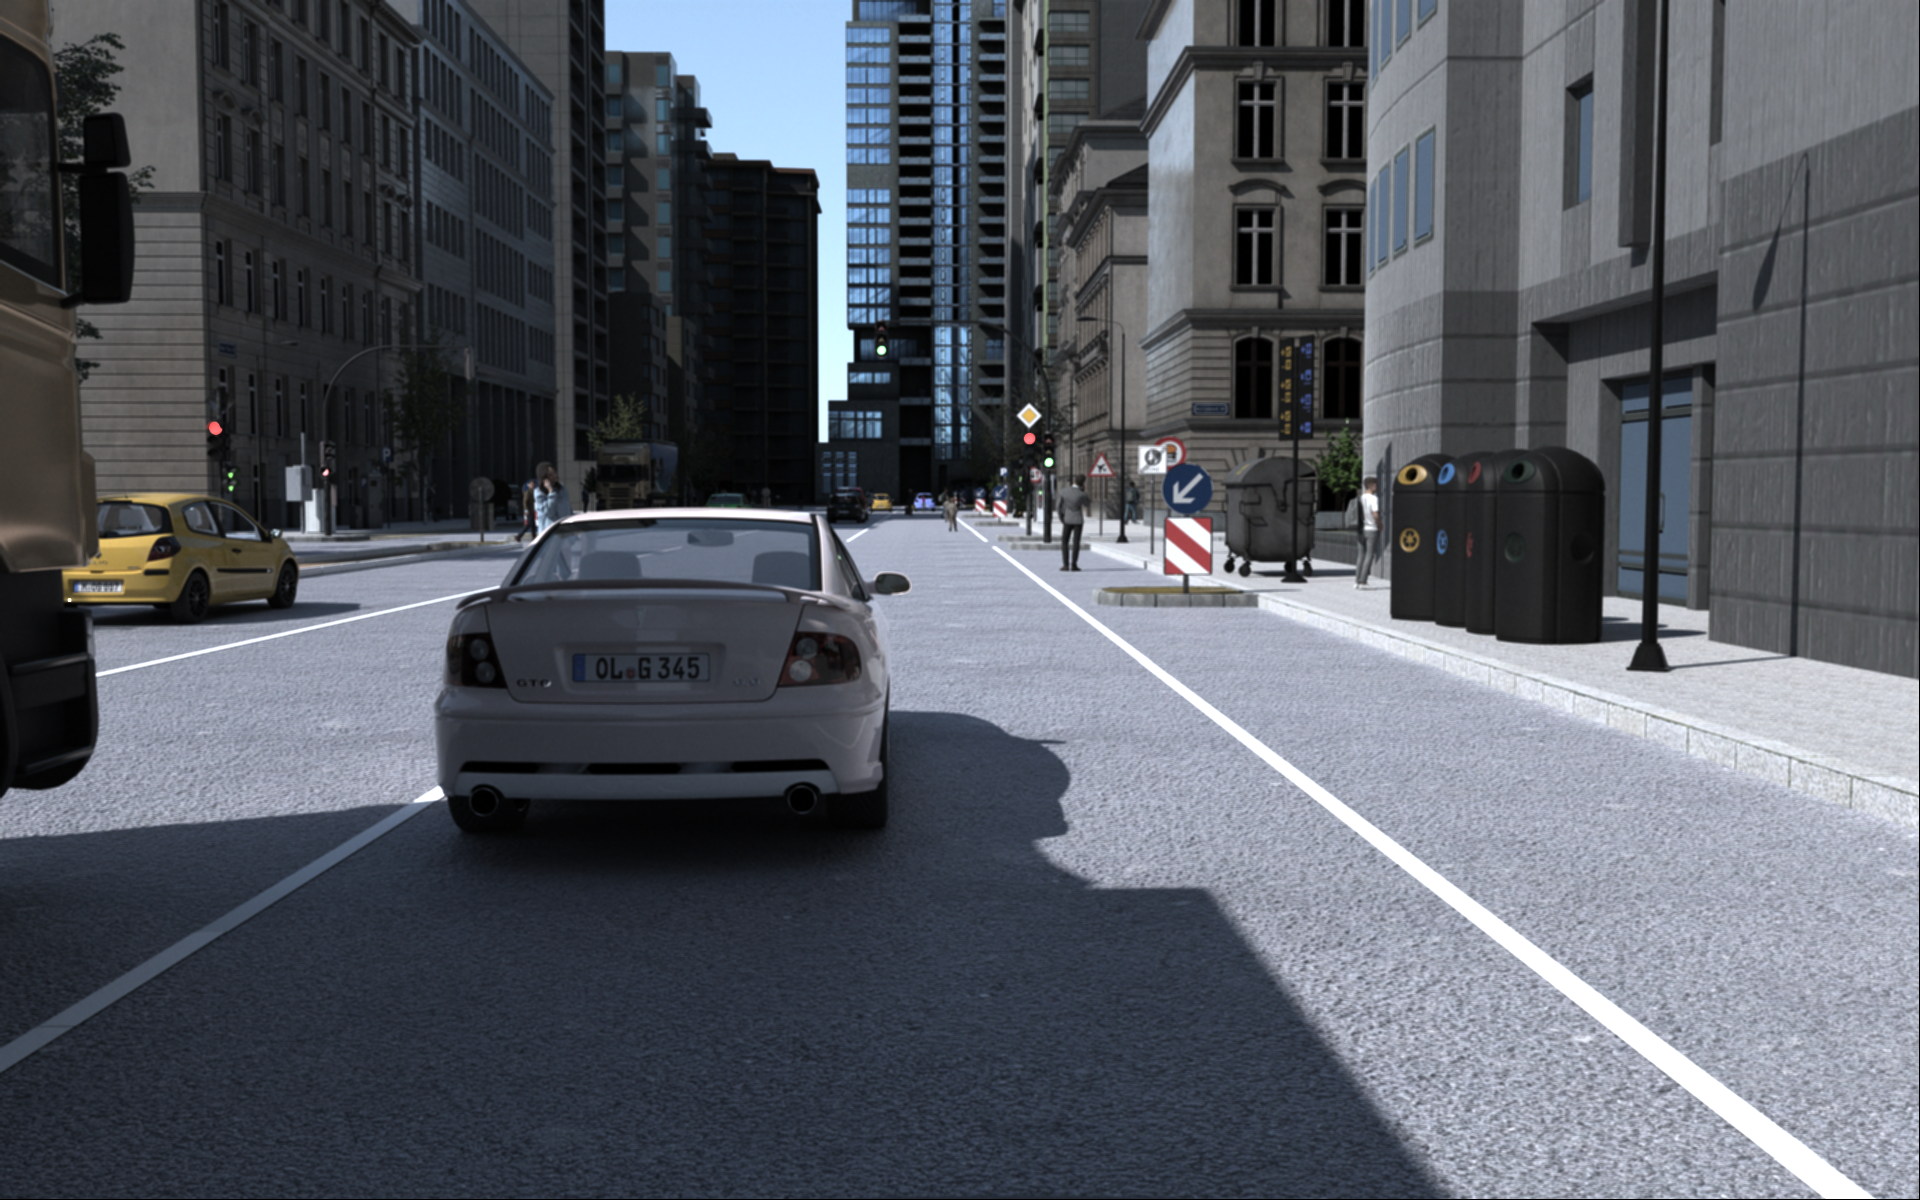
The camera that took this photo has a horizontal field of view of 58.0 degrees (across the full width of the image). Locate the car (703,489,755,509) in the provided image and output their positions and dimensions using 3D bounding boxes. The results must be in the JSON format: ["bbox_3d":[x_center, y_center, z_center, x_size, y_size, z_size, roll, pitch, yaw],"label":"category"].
[{"bbox_3d":[-9.368,-3.764,70.332,1.959,1.807,4.718,0,4,-1],"label":"car"}]

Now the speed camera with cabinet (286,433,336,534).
[{"bbox_3d":[-21.254,-3.815,56.706,0.660,3.252,2.038,1,4,11],"label":"speed camera with cabinet"}]

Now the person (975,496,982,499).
[{"bbox_3d":[2.172,-10.966,186.017,1.217,1.739,0.721,1,4,23],"label":"person"}]

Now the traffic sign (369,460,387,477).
[{"bbox_3d":[-22.119,-4.049,65.931,0.795,2.593,0.064,0,4,7],"label":"traffic sign"}]

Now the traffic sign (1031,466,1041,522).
[{"bbox_3d":[3.408,-4.811,78.769,0.768,2.556,0.104,0,3,0],"label":"traffic sign"}]

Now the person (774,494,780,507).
[{"bbox_3d":[-19.998,-10.885,189.661,0.628,1.438,0.799,3,5,40],"label":"person"}]

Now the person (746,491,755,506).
[{"bbox_3d":[-19.651,-9.335,161.642,1.217,1.766,0.721,1,4,21],"label":"person"}]

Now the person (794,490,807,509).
[{"bbox_3d":[-15.052,-9.471,163.367,1.348,1.822,0.705,-1,4,-13],"label":"person"}]

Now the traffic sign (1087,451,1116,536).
[{"bbox_3d":[4.312,-3.237,52.931,0.884,2.594,0.081,0,4,0],"label":"traffic sign"}]

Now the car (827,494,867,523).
[{"bbox_3d":[-5.630,-4.661,85.993,2.009,1.686,4.222,0,4,1],"label":"car"}]

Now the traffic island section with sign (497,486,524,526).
[{"bbox_3d":[-19.566,-4.225,77.707,1.989,1.847,2.006,0,4,-1],"label":"traffic island section with sign"}]

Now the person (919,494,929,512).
[{"bbox_3d":[-2.906,-7.821,139.597,0.991,1.433,0.599,2,4,34],"label":"person"}]

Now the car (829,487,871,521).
[{"bbox_3d":[-6.053,-5.284,95.068,2.281,1.827,5.304,0,4,-2],"label":"car"}]

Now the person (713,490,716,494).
[{"bbox_3d":[-24.943,-10.289,174.988,0.721,1.735,1.217,1,4,19],"label":"person"}]

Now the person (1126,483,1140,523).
[{"bbox_3d":[7.698,-4.367,77.618,0.721,1.800,0.419,0,4,-4],"label":"person"}]

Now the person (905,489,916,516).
[{"bbox_3d":[-3.299,-6.528,115.452,0.699,1.804,1.509,0,4,-3],"label":"person"}]

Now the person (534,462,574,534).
[{"bbox_3d":[-4.642,-0.675,19.795,0.793,1.790,0.793,-1,4,-9],"label":"person"}]

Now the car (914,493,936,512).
[{"bbox_3d":[-2.899,-8.097,141.983,1.945,1.707,3.694,0,4,-2],"label":"car"}]

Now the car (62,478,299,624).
[{"bbox_3d":[-9.263,-0.631,20.535,2.015,1.641,3.980,0,4,0],"label":"car"}]

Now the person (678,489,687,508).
[{"bbox_3d":[-24.942,-9.056,154.833,0.721,1.735,1.217,3,5,42],"label":"person"}]

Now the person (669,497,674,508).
[{"bbox_3d":[-24.098,-8.421,144.653,0.541,1.710,0.530,3,4,37],"label":"person"}]

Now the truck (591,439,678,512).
[{"bbox_3d":[-16.708,-6.165,89.709,2.839,4.237,11.283,0,3,0],"label":"truck"}]

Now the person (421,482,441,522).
[{"bbox_3d":[-24.099,-4.459,78.913,0.822,1.834,0.622,0,4,-3],"label":"person"}]

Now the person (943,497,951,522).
[{"bbox_3d":[-0.639,-4.628,88.448,0.475,1.303,0.640,1,4,9],"label":"person"}]

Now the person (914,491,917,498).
[{"bbox_3d":[-4.966,-11.551,198.140,0.721,1.735,1.217,0,4,8],"label":"person"}]

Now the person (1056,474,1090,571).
[{"bbox_3d":[2.104,-1.443,32.270,0.592,1.802,0.473,2,4,27],"label":"person"}]

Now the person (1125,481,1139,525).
[{"bbox_3d":[7.082,-4.034,71.984,0.713,1.824,0.794,-2,4,-26],"label":"person"}]

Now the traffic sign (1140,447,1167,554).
[{"bbox_3d":[4.088,-2.118,36.758,0.606,2.300,0.079,0,4,0],"label":"traffic sign"}]

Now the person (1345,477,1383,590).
[{"bbox_3d":[5.442,-0.895,23.272,0.503,1.515,0.523,2,4,28],"label":"person"}]

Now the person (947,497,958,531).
[{"bbox_3d":[-0.290,-3.292,66.605,0.475,1.303,0.640,1,4,15],"label":"person"}]

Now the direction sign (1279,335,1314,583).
[{"bbox_3d":[4.860,-2.024,25.085,0.379,3.537,0.876,-1,4,-21],"label":"direction sign"}]

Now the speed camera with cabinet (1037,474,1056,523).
[{"bbox_3d":[3.874,-5.075,77.307,0.660,3.252,2.038,1,4,12],"label":"speed camera with cabinet"}]

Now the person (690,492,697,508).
[{"bbox_3d":[-24.379,-9.110,158.216,0.697,1.427,0.421,1,4,13],"label":"person"}]

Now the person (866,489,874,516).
[{"bbox_3d":[-6.037,-6.517,115.314,0.793,1.790,0.793,-3,4,-37],"label":"person"}]

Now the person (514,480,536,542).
[{"bbox_3d":[-12.423,-2.539,49.929,0.836,1.842,0.656,-2,4,-27],"label":"person"}]

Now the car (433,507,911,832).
[{"bbox_3d":[-1.280,0.220,8.762,2.083,1.381,4.827,0,4,-2],"label":"car"}]

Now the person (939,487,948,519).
[{"bbox_3d":[-0.825,-5.622,100.405,0.713,1.824,0.794,2,4,34],"label":"person"}]

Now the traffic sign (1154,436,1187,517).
[{"bbox_3d":[4.592,-2.320,38.044,0.768,2.556,0.104,0,4,0],"label":"traffic sign"}]

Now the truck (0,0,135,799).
[{"bbox_3d":[-4.077,-0.758,1.311,2.839,4.237,11.283,0,4,-2],"label":"truck"}]

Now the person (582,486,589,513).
[{"bbox_3d":[-23.381,-6.231,108.105,0.419,1.800,0.721,1,4,12],"label":"person"}]

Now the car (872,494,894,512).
[{"bbox_3d":[-6.285,-7.842,138.435,2.015,1.641,3.980,0,4,-2],"label":"car"}]

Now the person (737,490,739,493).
[{"bbox_3d":[-26.106,-11.994,202.859,0.721,1.735,1.217,-1,4,-17],"label":"person"}]

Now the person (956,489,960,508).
[{"bbox_3d":[-0.129,-9.354,161.068,0.705,1.869,1.348,1,4,13],"label":"person"}]

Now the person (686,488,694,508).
[{"bbox_3d":[-24.520,-9.222,156.903,0.705,1.814,1.350,-3,4,-36],"label":"person"}]
